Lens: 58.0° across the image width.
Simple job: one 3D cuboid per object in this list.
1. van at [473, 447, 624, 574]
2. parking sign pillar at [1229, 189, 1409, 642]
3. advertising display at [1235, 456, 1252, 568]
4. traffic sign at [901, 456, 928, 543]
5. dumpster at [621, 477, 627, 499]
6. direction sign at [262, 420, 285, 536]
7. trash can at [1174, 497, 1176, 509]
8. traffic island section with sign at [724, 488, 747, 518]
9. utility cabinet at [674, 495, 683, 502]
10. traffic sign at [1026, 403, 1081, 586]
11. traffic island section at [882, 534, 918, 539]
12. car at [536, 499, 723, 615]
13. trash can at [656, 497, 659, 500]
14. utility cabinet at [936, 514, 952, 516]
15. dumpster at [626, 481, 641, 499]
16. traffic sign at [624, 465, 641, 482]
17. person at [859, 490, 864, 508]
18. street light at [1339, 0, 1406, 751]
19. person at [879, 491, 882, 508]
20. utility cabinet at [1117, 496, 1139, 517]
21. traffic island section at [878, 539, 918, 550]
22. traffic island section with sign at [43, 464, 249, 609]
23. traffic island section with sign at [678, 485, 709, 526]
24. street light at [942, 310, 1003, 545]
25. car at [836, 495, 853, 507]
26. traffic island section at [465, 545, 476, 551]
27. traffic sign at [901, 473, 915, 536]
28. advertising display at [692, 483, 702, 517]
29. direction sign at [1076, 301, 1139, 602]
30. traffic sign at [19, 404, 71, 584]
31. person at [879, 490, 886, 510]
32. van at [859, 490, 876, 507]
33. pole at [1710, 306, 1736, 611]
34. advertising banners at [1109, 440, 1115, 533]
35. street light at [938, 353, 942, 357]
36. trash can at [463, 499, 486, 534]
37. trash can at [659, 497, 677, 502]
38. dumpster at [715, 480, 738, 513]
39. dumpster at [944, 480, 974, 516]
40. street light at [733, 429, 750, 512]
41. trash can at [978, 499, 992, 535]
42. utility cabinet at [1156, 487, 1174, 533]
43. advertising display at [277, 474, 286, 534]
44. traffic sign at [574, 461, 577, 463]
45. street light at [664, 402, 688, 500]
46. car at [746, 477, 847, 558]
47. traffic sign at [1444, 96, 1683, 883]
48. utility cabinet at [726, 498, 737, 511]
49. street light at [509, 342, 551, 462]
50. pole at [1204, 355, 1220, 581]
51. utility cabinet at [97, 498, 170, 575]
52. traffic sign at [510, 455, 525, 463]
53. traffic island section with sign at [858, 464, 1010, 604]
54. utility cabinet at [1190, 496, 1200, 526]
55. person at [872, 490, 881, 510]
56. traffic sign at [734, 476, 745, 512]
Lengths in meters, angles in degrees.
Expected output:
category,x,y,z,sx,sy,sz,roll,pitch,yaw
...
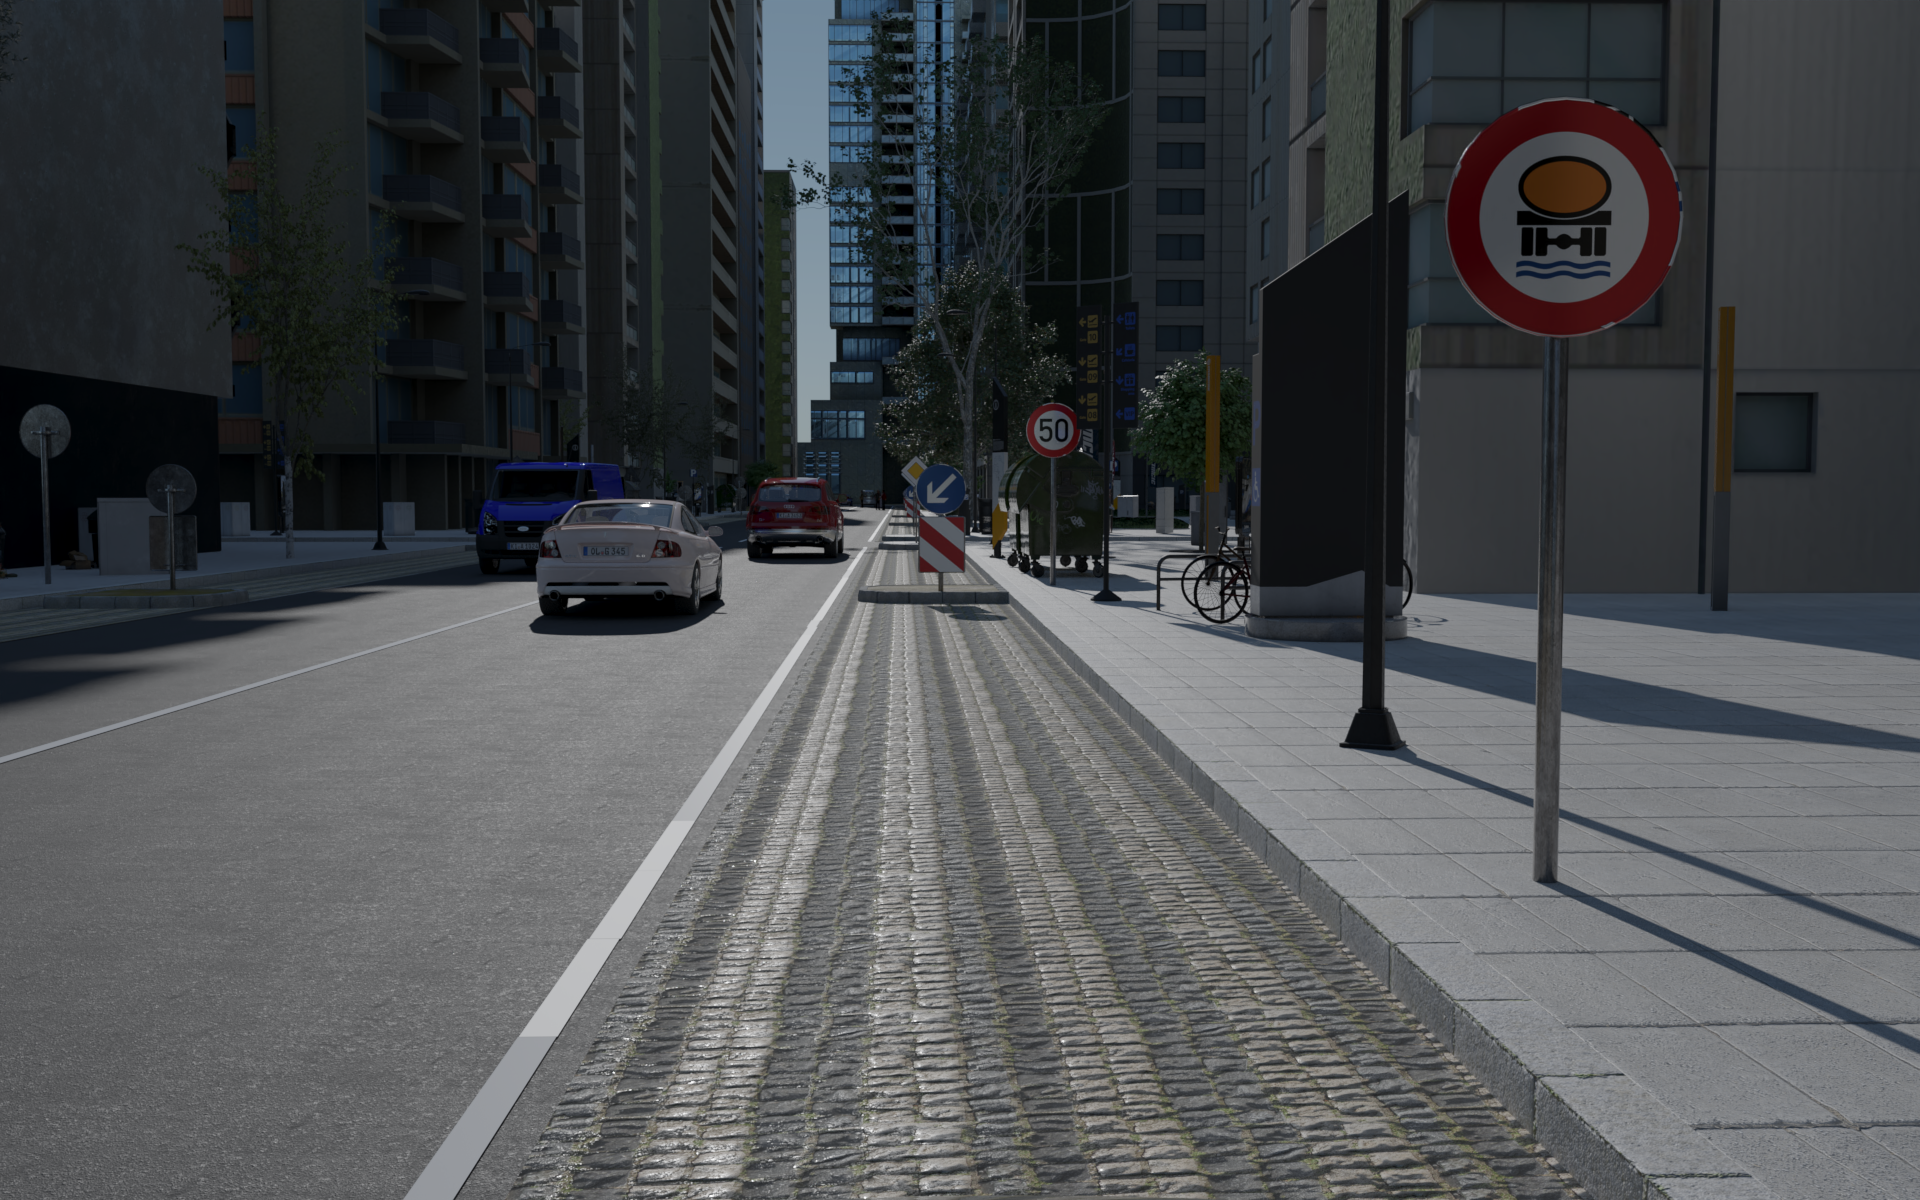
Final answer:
category,x,y,z,sx,sy,sz,roll,pitch,yaw
van,-7.699,-1.744,32.892,2.240,2.365,5.245,0,4,-1
parking sign pillar,3.306,-1.657,15.564,1.447,3.967,1.447,0,4,-2
advertising display,4.937,-1.521,30.088,0.123,1.923,0.974,1,4,21
traffic sign,-1.148,-2.548,45.298,0.795,2.450,0.064,0,4,-2
dumpster,-11.723,-3.089,55.457,1.985,2.255,1.502,0,4,-1
direction sign,-21.118,-3.755,53.387,0.876,3.537,0.379,1,4,23
trash can,12.408,-5.528,102.034,0.748,1.137,0.748,0,3,0
traffic island section with sign,-13.229,-5.893,104.982,1.989,1.847,2.006,0,4,-2
utility cabinet,-15.625,-5.246,96.931,0.306,1.237,1.020,1,4,18
traffic sign,1.307,-1.475,24.230,0.768,2.556,0.104,0,4,0
traffic island section,-1.396,-1.901,53.356,2.009,0.180,2.903,0,4,-2
car,-4.095,-0.584,21.903,2.083,1.381,4.827,0,4,-2
trash can,-17.478,-5.486,101.349,0.748,1.137,0.748,0,3,0
utility cabinet,-0.923,-5.607,102.836,1.020,1.237,0.306,2,4,25
dumpster,-14.565,-4.229,74.906,1.264,1.857,1.865,0,4,-2
traffic sign,-14.556,-4.687,76.633,0.884,2.594,0.081,0,4,6
person,-10.209,-10.476,179.877,0.705,1.812,1.348,1,4,10
street light,1.563,-2.208,8.640,1.470,5.913,1.316,0,4,-2
person,-8.100,-10.102,174.340,0.551,1.740,0.621,-1,4,-21
utility cabinet,6.546,-3.449,67.555,0.306,1.237,1.020,-2,4,-30
traffic island section,-1.124,-1.413,45.376,2.009,0.180,2.903,0,4,-2
traffic island section with sign,-10.412,-0.845,22.438,1.989,1.847,2.006,0,4,-2
traffic island section with sign,-12.299,-4.219,77.609,1.989,1.847,2.006,0,4,-2
street light,0.365,-4.359,43.819,1.470,5.913,1.316,0,4,-2
car,-12.941,-11.135,194.635,1.945,1.354,3.894,0,4,-2
traffic island section,-11.510,-1.391,45.029,2.009,0.180,2.903,0,4,-2
traffic sign,-1.419,-3.036,53.278,0.795,2.450,0.064,0,4,-2
advertising display,-14.846,-5.660,97.756,0.123,1.923,0.974,1,4,17
direction sign,1.757,-1.757,20.731,0.876,3.537,0.379,3,5,40
traffic sign,-12.989,-1.498,24.593,0.768,2.556,0.104,0,4,6
person,-6.725,-8.740,151.357,0.705,1.831,1.348,2,4,24
van,-9.818,-10.967,186.319,2.013,2.044,4.112,0,4,-2
pole,8.355,-1.537,18.967,0.158,3.312,0.155,0,3,0
advertising banners,4.968,-3.723,57.057,0.090,3.025,2.074,0,4,-1
street light,-0.033,-5.176,57.171,1.470,5.913,1.316,0,4,-2
trash can,-15.468,-2.665,55.231,0.748,1.137,0.748,0,3,0
trash can,-15.166,-4.838,90.752,0.748,1.137,0.748,0,3,0
dumpster,-16.176,-7.181,119.904,1.502,2.255,1.985,0,4,-2
dumpster,-0.158,-4.617,77.976,1.502,2.255,1.985,0,4,-2
street light,-15.604,-9.221,123.309,1.470,5.913,1.316,0,4,-2
trash can,0.901,-2.647,54.932,0.748,1.137,0.748,0,3,0
utility cabinet,6.624,-2.899,56.074,0.318,1.500,1.173,1,4,20
advertising display,-22.175,-3.149,56.701,0.123,1.923,0.974,-1,4,-10
traffic sign,-11.758,-3.016,52.948,0.795,2.450,0.064,0,4,-2
street light,-14.453,-7.055,87.886,1.470,5.913,1.316,0,4,-2
car,-3.795,-1.940,40.400,2.281,1.827,5.304,0,4,-1
traffic sign,1.941,-0.340,5.668,0.768,2.556,0.104,0,3,0
utility cabinet,-16.765,-7.257,127.333,0.318,1.500,1.173,1,4,22
street light,-13.192,-4.922,53.009,1.470,5.913,1.316,0,4,-2
pole,3.731,-1.942,25.593,0.158,3.312,0.155,0,3,0
utility cabinet,-13.149,-1.004,27.580,1.020,1.237,0.306,-2,4,-24
traffic sign,-11.487,-2.528,44.968,0.795,2.450,0.064,0,4,-2
traffic island section with sign,-0.379,-0.907,23.454,1.989,1.847,2.006,0,4,-2
utility cabinet,9.764,-3.659,70.991,0.306,1.237,1.020,2,4,32
person,-7.298,-8.915,154.390,1.348,1.807,0.705,-2,4,-29
traffic sign,-15.961,-7.665,125.434,0.768,2.556,0.104,0,4,1
